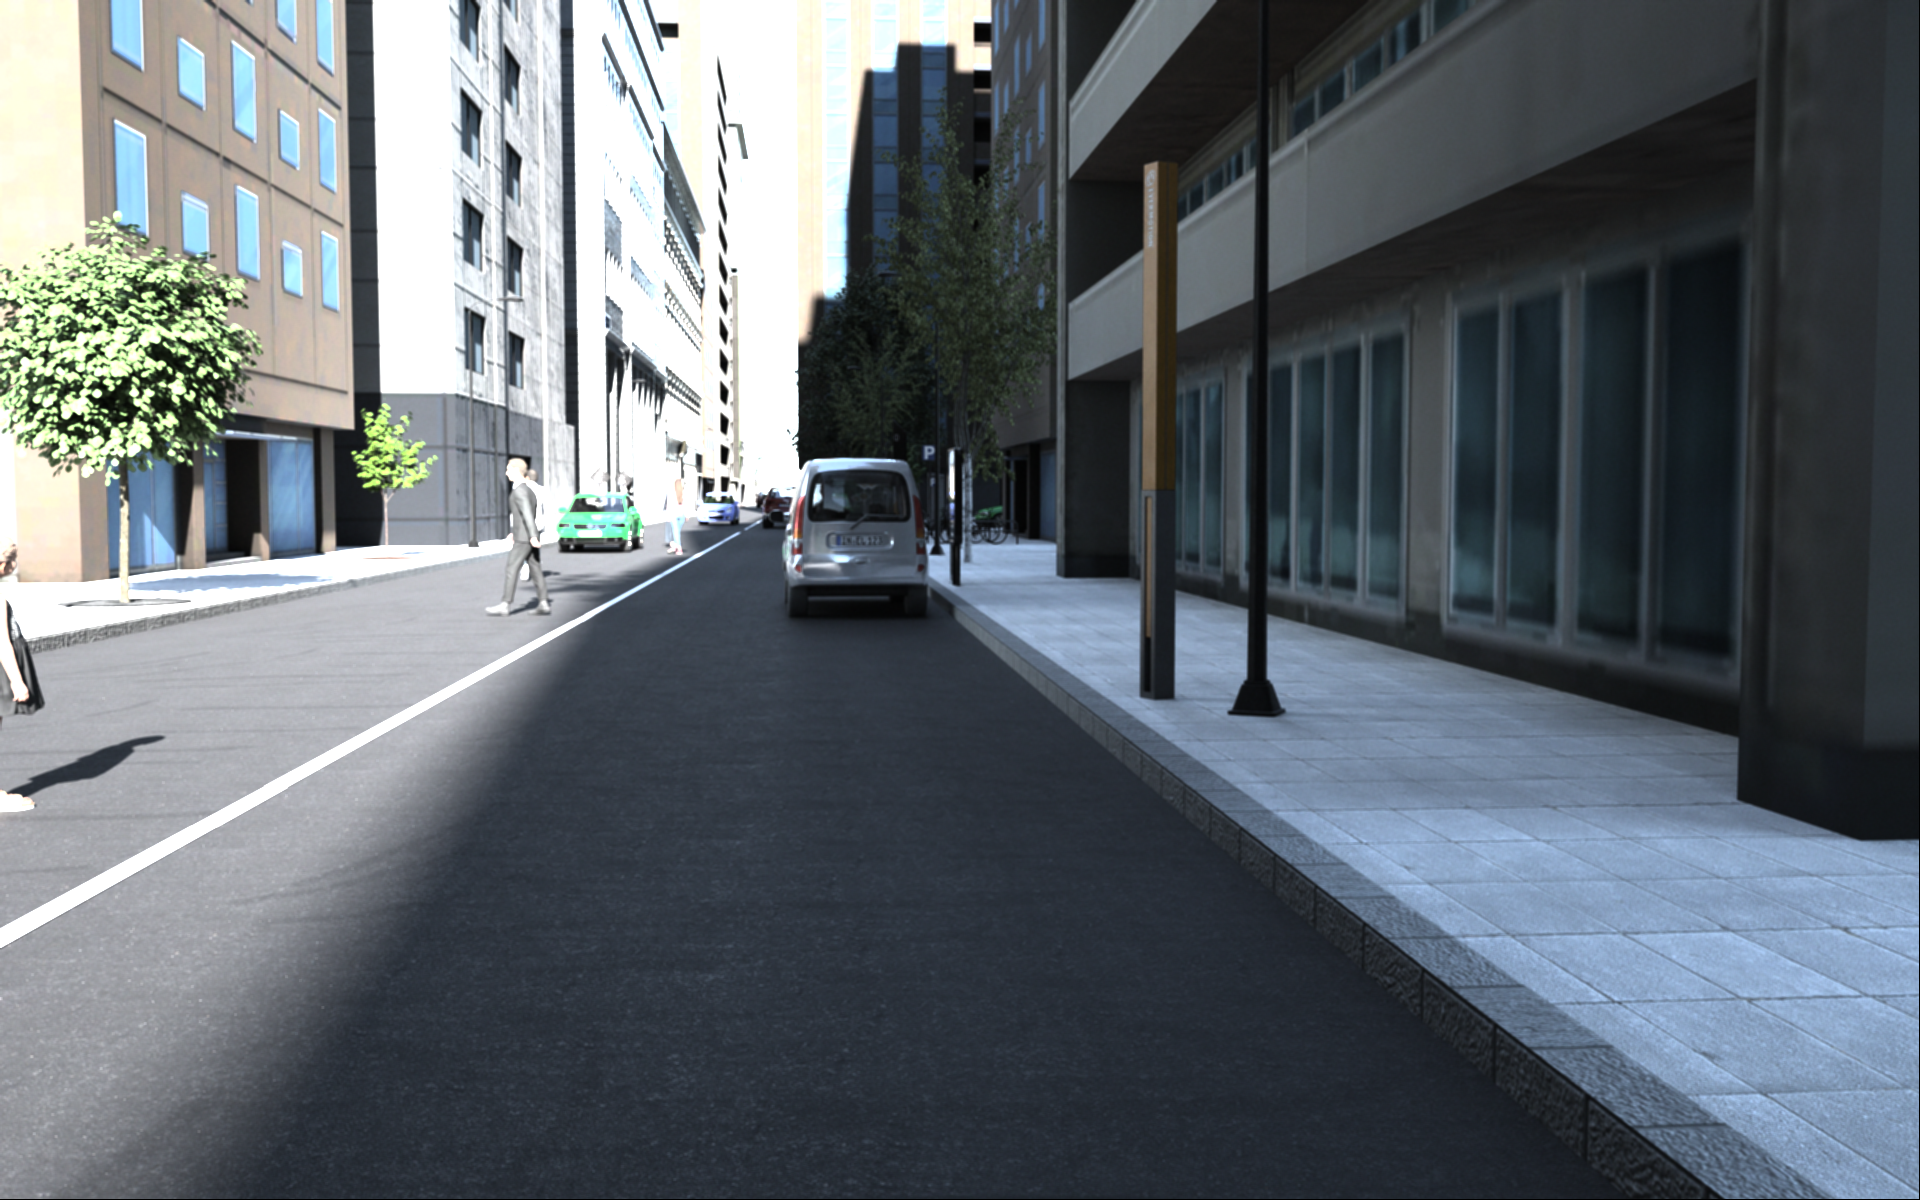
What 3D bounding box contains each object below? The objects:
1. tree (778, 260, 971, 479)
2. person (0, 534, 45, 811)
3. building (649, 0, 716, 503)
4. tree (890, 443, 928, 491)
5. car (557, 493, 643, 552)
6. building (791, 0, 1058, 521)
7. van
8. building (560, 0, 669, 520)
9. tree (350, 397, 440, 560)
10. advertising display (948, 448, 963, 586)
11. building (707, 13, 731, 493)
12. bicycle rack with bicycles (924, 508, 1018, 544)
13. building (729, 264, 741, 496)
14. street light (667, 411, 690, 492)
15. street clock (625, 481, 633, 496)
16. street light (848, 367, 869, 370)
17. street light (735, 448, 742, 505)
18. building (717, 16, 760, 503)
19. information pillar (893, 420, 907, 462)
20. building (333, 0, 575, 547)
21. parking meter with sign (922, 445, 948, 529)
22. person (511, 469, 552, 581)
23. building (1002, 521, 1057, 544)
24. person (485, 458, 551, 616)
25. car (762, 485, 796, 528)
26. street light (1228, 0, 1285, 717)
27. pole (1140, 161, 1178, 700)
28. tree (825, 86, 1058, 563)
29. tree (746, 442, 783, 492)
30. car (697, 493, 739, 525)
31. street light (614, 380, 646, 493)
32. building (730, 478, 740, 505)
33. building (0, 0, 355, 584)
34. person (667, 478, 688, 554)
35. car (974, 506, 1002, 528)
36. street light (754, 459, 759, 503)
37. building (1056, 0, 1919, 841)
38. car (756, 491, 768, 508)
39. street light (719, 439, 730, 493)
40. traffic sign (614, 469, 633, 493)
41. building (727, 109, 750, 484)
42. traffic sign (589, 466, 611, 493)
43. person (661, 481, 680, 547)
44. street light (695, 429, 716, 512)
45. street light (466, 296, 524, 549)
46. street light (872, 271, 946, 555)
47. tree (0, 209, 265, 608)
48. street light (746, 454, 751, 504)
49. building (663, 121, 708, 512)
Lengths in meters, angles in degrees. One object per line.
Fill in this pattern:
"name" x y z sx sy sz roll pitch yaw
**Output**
"tree" -4.112 -10.262 84.795 9.611 12.733 9.660 0 3 0
"person" -4.386 0.321 7.915 0.373 1.253 0.362 -3 4 -37
"building" -28.909 -30.641 151.084 14.600 45.320 14.200 0 4 -5
"tree" -1.842 -3.936 58.955 1.663 3.219 1.824 0 3 0
"car" -9.106 -2.152 43.986 1.959 1.807 4.718 0 4 -5
"building" -2.464 -27.488 99.537 14.600 45.320 14.200 0 4 -5
"van" -1.370 -0.898 21.687 2.013 2.044 4.112 0 4 -7
"building" -20.970 -18.723 83.619 11.434 29.767 29.804 0 4 -5
"tree" -11.275 -2.394 33.742 1.663 3.219 1.824 0 3 0
"advertising display" -0.070 -1.181 24.516 0.123 1.923 0.974 0 4 -6
"building" -33.724 -33.326 168.579 21.300 48.544 21.600 0 4 -5
"bicycle rack with bicycles" 0.112 -1.914 44.670 2.925 0.926 2.852 -1 4 -21
"building" -34.171 -26.897 211.469 14.160 30.474 14.107 0 4 -5
"street light" -15.784 -7.606 96.906 1.470 5.913 1.316 0 4 -5
"street clock" -13.680 -4.099 71.582 0.358 2.002 0.471 0 4 -1
"street light" -3.396 -5.550 63.277 1.470 5.913 1.316 0 4 -5
"street light" -22.449 -12.259 172.979 1.470 5.913 1.316 0 4 -5
"building" -41.656 -50.530 264.410 20.563 71.187 20.611 0 4 -5
"information pillar" -1.909 -3.868 54.590 0.504 3.616 0.183 2 4 34
"building" -23.301 -37.385 49.504 20.611 71.187 20.563 0 4 -5
"parking meter with sign" -0.840 -4.046 62.407 0.543 3.016 1.738 1 4 16
"person" -7.080 -1.241 28.637 0.661 1.843 0.795 -1 4 -17
"building" 8.499 -24.436 49.636 14.600 45.320 14.200 0 4 -5
"person" -5.218 -0.744 20.443 0.755 1.850 0.659 0 4 5
"car" -7.382 -4.022 74.435 2.281 1.827 5.304 0 4 -3
"street light" 1.196 -2.286 9.917 1.470 5.913 1.316 0 4 -5
"pole" 1.240 -1.036 10.788 0.158 3.312 0.155 0 3 0
"tree" 0.394 -5.002 32.152 4.737 8.622 4.395 0 3 0
"tree" -34.915 -22.484 302.017 8.767 10.594 7.601 0 4 -4
"car" -11.274 -4.368 81.013 1.945 1.707 3.694 0 4 -3
"street light" -13.437 -5.980 70.312 1.470 5.913 1.316 0 4 -5
"building" -40.964 -30.558 191.498 32.217 40.220 23.993 0 4 -5
"building" -19.687 -23.206 29.533 14.600 45.320 14.200 0 4 -5
"person" -6.742 -2.013 41.415 0.555 1.821 0.388 -3 5 -43
"car" 2.902 -3.703 69.334 4.718 1.807 1.959 0 4 -6
"street light" -27.370 -15.725 229.642 1.470 5.913 1.316 0 4 -5
"building" 13.035 -24.011 16.284 21.300 48.544 21.600 0 4 -5
"car" -20.690 -10.809 185.394 2.281 1.827 5.304 0 4 -4
"street light" -20.217 -10.644 146.569 1.470 5.913 1.316 0 4 -5
"traffic sign" -13.687 -4.087 70.472 0.795 2.450 0.064 0 4 -5
"building" -43.835 -39.807 240.084 28.713 52.752 27.495 0 4 -5
"traffic sign" -12.996 -3.601 62.517 0.795 2.450 0.064 0 4 -5
"person" -7.792 -2.324 46.912 0.576 1.772 0.534 -1 4 -19
"street light" -18.226 -9.221 123.297 1.470 5.913 1.316 0 4 -5
"street light" -10.939 -4.172 40.748 1.470 5.913 1.316 0 4 -5
"street light" -1.022 -3.903 36.351 1.470 5.913 1.316 0 4 -5
"tree" -9.801 -2.221 20.033 4.285 4.588 4.351 0 3 0
"street light" -24.788 -13.876 199.406 1.470 5.913 1.316 0 4 -5
"building" -27.172 -21.021 120.116 17.030 29.872 44.131 0 4 -5
